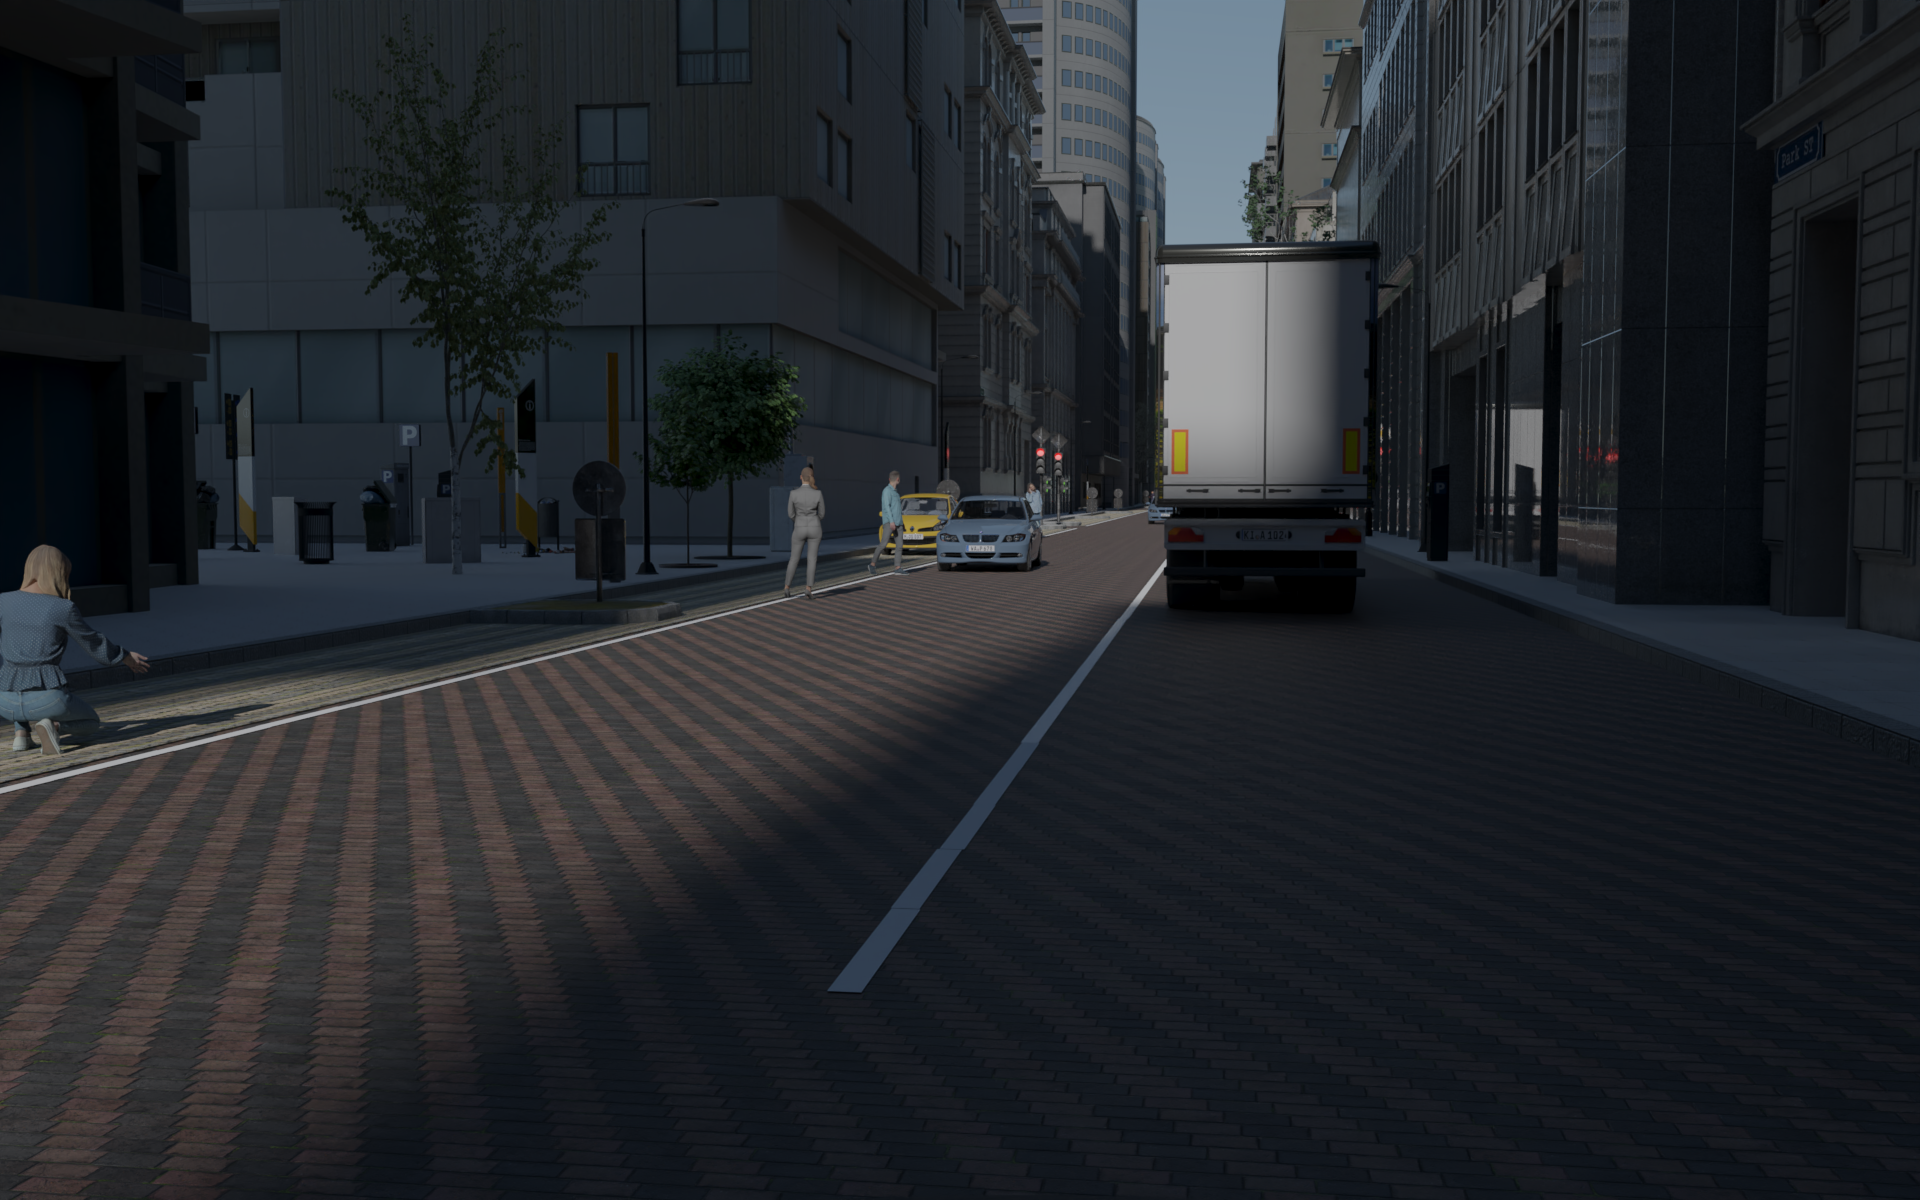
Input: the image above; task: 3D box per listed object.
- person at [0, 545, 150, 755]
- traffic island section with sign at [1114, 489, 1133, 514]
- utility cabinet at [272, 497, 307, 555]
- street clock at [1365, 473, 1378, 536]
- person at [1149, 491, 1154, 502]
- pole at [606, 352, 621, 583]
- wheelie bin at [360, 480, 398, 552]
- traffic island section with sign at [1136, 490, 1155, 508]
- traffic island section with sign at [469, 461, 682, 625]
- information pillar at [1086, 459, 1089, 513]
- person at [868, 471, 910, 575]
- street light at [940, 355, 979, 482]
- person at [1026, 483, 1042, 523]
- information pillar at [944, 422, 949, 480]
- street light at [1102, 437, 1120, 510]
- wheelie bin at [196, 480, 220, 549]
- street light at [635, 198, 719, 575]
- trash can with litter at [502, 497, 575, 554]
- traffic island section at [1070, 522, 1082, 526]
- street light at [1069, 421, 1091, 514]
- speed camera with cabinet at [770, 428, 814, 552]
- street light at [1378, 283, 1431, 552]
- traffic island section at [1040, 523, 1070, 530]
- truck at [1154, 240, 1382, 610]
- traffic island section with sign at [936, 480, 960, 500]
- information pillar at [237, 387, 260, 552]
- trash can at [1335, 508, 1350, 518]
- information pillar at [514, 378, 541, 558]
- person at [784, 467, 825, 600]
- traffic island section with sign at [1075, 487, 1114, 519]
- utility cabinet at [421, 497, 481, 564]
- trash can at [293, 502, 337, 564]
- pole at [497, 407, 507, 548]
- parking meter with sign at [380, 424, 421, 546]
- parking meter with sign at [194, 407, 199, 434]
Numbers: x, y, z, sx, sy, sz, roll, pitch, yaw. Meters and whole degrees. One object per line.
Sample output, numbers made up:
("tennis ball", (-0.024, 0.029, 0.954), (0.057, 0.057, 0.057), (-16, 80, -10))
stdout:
("person", (-5.195, 0.264, 9.682), (1.012, 1.151, 0.738), (0, 4, -4))
("traffic island section with sign", (11.725, -7.281, 127.673), (1.989, 1.847, 2.006), (1, 4, 8))
("utility cabinet", (-14.228, -1.568, 36.806), (1.020, 1.237, 0.306), (3, 5, 43))
("street clock", (12.390, -2.930, 52.483), (0.471, 2.002, 0.358), (-1, 4, -16))
("person", (21.525, -11.341, 194.375), (0.568, 1.767, 0.683), (1, 4, 17))
("pole", (-5.013, -1.908, 25.047), (0.158, 3.312, 0.155), (0, 3, 0))
("wheelie bin", (-12.999, -1.884, 38.716), (0.693, 1.594, 0.980), (0, 4, -3))
("traffic island section with sign", (19.102, -10.331, 177.536), (1.989, 1.847, 2.006), (1, 4, 8))
("traffic island section with sign", (-4.293, -0.686, 19.848), (1.989, 1.847, 2.006), (1, 4, 8))
("information pillar", (8.569, -7.660, 116.595), (0.183, 3.616, 0.504), (0, 4, 0))
("person", (-1.242, -1.364, 30.660), (0.748, 1.841, 0.638), (2, 4, 30))
("street light", (-0.076, -5.235, 58.139), (1.470, 5.913, 1.316), (1, 4, 8))
("person", (2.389, -2.879, 55.835), (0.793, 1.790, 0.793), (2, 4, 23))
("information pillar", (-0.426, -3.957, 56.052), (0.183, 3.616, 0.504), (0, 4, 7))
("street light", (12.342, -10.340, 141.593), (1.470, 5.913, 1.316), (1, 4, 8))
("wheelie bin", (-17.653, -1.980, 40.286), (0.693, 1.594, 0.980), (0, 4, 1))
("street light", (-4.470, -3.357, 27.431), (1.470, 5.913, 1.316), (1, 4, 8))
("trash can with litter", (-8.666, -1.620, 37.550), (2.233, 1.210, 1.678), (1, 4, 23))
("traffic island section", (4.466, -3.460, 78.844), (2.009, 0.180, 2.903), (1, 4, 8))
("street light", (7.615, -8.421, 110.222), (1.470, 5.913, 1.316), (1, 4, 8))
("speed camera with cabinet", (-3.800, -2.749, 39.274), (0.660, 3.252, 2.038), (0, 4, 8))
("street light", (9.766, -4.018, 38.240), (1.470, 5.913, 1.316), (1, 4, 8))
("traffic island section", (3.294, -2.976, 70.945), (2.009, 0.180, 2.903), (1, 4, 8))
("truck", (4.275, -2.198, 24.850), (2.839, 4.237, 11.283), (1, 4, 9))
("traffic island section with sign", (-0.332, -2.317, 46.512), (1.989, 1.847, 2.006), (1, 4, 8))
("information pillar", (-15.743, -2.868, 38.252), (0.504, 3.616, 0.183), (2, 4, 31))
("trash can", (14.577, -3.327, 66.043), (0.748, 1.137, 0.748), (0, 3, 0))
("information pillar", (-8.760, -2.669, 34.998), (0.183, 3.616, 0.504), (3, 4, 36))
("person", (-2.120, -0.907, 23.610), (0.520, 1.790, 0.573), (-1, 4, -17))
("traffic island section with sign", (7.753, -5.650, 101.011), (1.989, 1.847, 2.006), (1, 4, 8))
("utility cabinet", (-9.479, -1.291, 32.277), (1.020, 1.237, 0.306), (-2, 4, -30))
("trash can", (-11.820, -1.231, 31.783), (0.748, 1.137, 0.748), (0, 3, 0))
("pole", (-10.824, -2.878, 40.898), (0.158, 3.312, 0.155), (0, 3, 0))
("parking meter with sign", (-13.944, -2.837, 42.646), (0.543, 3.016, 1.738), (1, 4, 12))
("parking meter with sign", (-15.733, -2.302, 33.895), (0.543, 3.016, 1.738), (1, 4, 19))
